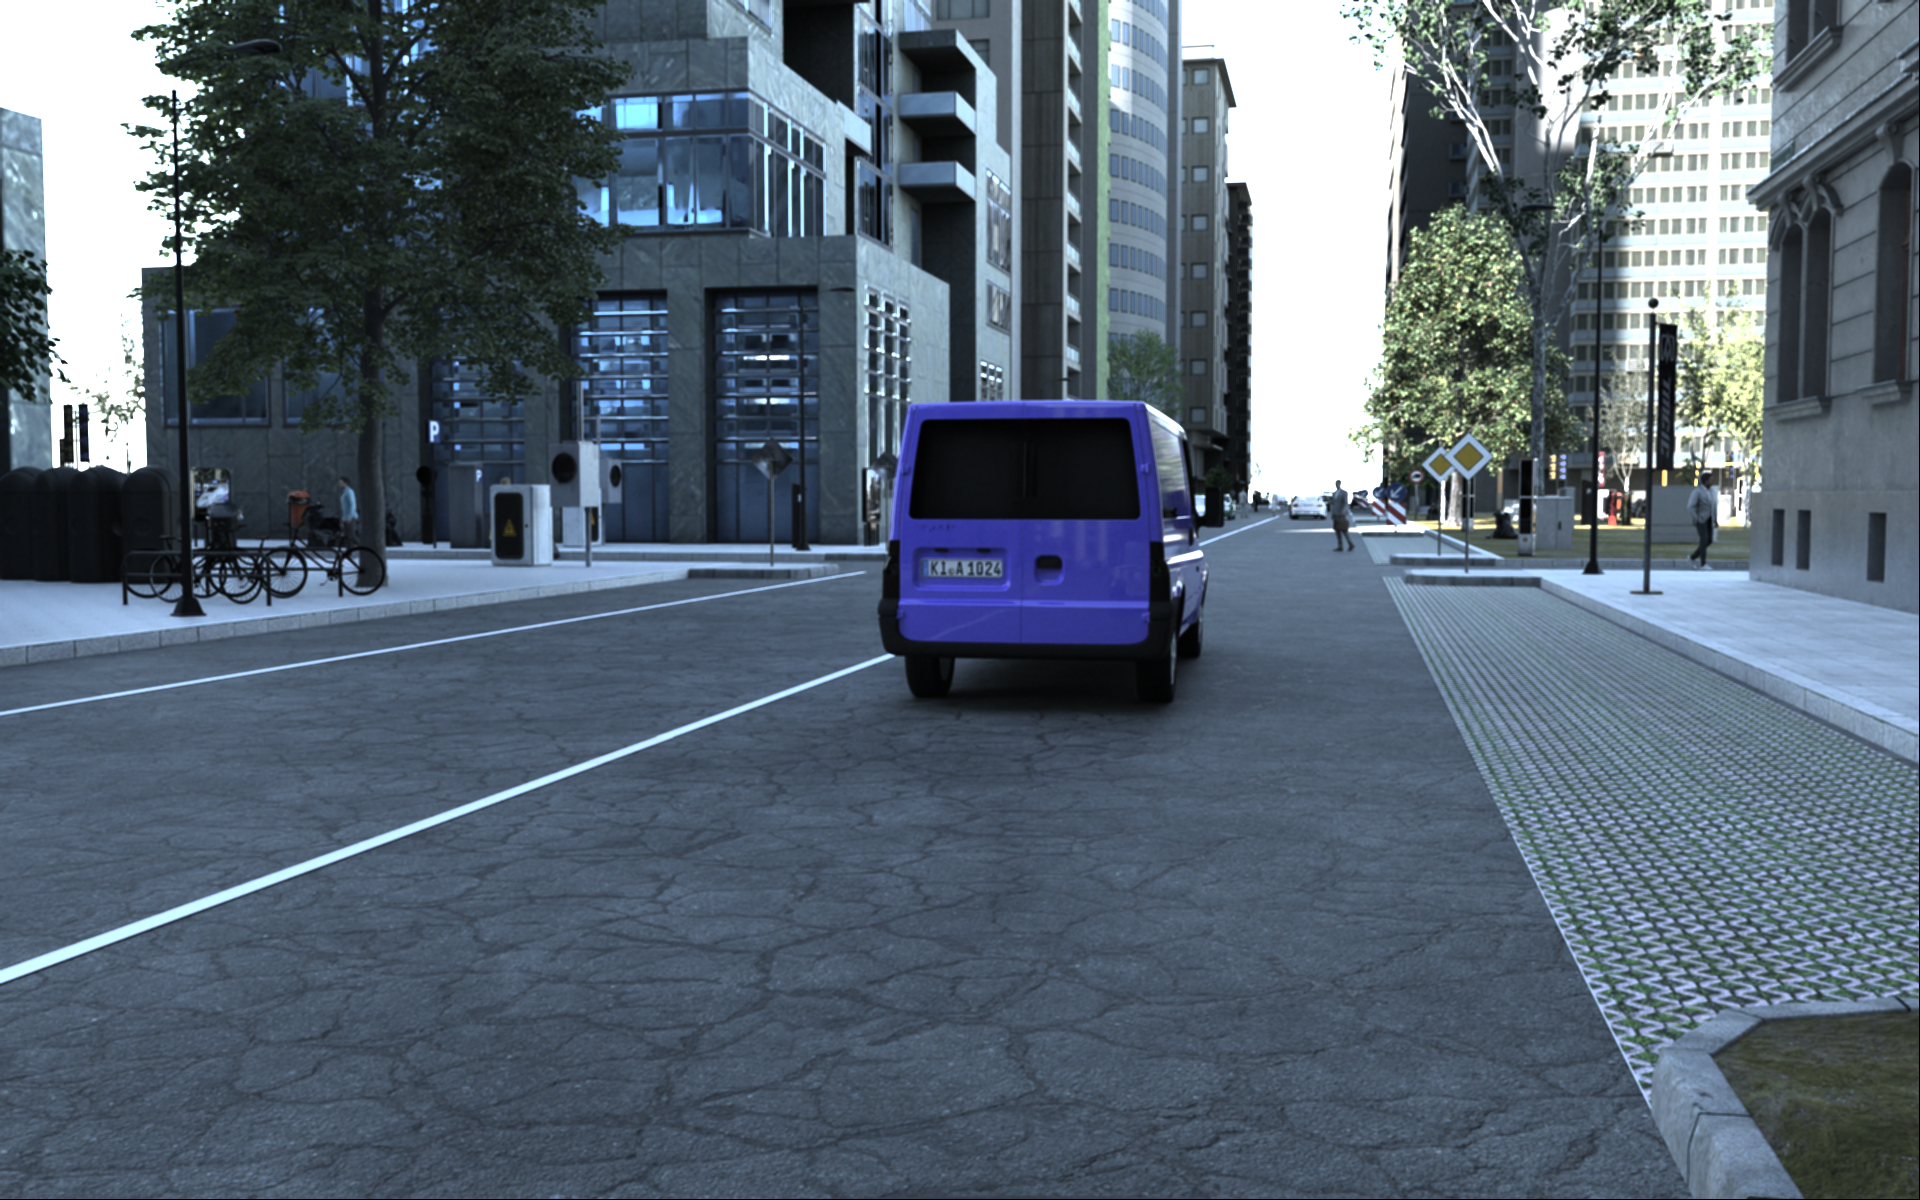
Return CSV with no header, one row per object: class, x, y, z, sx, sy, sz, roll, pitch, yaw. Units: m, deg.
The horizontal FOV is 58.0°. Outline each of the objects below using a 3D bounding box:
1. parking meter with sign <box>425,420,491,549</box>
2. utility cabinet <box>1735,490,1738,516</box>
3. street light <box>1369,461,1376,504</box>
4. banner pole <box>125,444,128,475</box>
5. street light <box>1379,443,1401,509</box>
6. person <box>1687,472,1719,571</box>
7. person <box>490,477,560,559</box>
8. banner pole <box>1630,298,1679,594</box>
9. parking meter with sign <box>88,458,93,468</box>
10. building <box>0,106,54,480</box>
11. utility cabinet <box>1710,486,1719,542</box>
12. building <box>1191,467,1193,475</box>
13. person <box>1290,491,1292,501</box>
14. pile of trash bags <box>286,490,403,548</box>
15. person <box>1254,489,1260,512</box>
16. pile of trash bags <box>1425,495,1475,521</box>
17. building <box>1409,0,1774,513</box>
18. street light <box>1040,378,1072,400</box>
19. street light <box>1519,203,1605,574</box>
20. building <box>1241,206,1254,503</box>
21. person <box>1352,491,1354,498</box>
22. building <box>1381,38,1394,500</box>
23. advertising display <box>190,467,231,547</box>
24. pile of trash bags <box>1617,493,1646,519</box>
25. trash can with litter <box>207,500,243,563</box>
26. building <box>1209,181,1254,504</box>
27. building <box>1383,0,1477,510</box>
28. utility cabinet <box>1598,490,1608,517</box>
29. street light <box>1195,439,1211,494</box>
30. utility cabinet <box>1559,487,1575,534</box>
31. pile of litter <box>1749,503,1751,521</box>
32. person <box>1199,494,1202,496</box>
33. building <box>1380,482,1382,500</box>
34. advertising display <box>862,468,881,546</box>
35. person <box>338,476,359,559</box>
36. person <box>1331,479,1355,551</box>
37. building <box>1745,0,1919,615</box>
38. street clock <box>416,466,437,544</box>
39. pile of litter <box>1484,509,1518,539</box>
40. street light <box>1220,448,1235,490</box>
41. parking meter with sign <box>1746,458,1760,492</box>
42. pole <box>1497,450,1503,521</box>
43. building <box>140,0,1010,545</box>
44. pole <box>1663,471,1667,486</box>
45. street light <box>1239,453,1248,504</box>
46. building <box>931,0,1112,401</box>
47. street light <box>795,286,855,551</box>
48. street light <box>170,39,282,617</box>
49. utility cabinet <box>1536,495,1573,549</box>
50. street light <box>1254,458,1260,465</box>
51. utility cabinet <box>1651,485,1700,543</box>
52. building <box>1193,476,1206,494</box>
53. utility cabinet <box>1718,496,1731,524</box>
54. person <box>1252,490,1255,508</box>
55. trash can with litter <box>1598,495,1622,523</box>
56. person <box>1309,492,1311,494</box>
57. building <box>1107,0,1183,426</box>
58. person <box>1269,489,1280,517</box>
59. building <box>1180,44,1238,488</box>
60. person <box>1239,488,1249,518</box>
parking meter with sign,-11.604,-2.717,40.682,1.738,3.016,0.543,1,4,12
utility cabinet,44.387,-5.454,97.857,1.173,1.500,0.318,-1,4,-17
street light,36.922,-10.970,151.899,1.470,5.913,1.316,1,4,12
banner pole,-41.487,-5.892,86.352,0.401,3.779,0.863,-3,4,-37
street light,30.363,-9.117,121.600,1.470,5.913,1.316,1,4,12
person,13.927,-1.482,32.577,0.661,1.843,0.795,-2,4,-23
person,-9.658,-1.802,38.176,1.509,1.804,0.699,1,4,18
banner pole,9.029,-1.979,22.370,0.863,3.779,0.401,-3,5,-40
parking meter with sign,-41.610,-5.410,84.720,1.738,3.016,0.543,-1,4,-14
building,-33.222,-43.255,19.892,31.000,86.520,22.319,1,4,12
utility cabinet,19.343,-2.247,45.409,1.173,1.500,0.318,-2,4,-28
building,9.841,-43.584,150.848,20.563,71.187,20.611,1,4,12
person,45.706,-14.109,239.275,0.705,1.812,1.348,1,4,16
pile of trash bags,-15.323,-2.000,42.458,3.447,1.369,1.912,2,4,32
person,24.156,-8.105,141.028,0.705,1.823,1.348,0,4,-8
pile of trash bags,24.219,-4.574,84.545,1.912,1.369,3.447,3,5,41
building,48.934,-26.334,122.448,32.217,40.220,23.993,1,4,12
street light,3.778,-5.927,69.449,1.470,5.913,1.316,1,4,12
street light,9.639,-3.377,27.748,1.470,5.913,1.316,1,4,12
building,36.403,-37.221,258.677,14.600,45.320,14.200,1,4,12
person,50.388,-13.039,221.779,0.705,1.812,1.348,2,4,24
building,65.631,-41.694,223.694,21.231,58.520,28.212,1,4,12
advertising display,-18.261,-2.265,42.239,0.123,1.923,0.974,2,4,35
pile of trash bags,35.445,-4.968,90.977,3.447,1.369,1.912,-2,4,-31
trash can with litter,-13.779,-1.291,32.497,0.624,1.170,1.055,-1,4,-22
building,28.662,-35.704,238.384,22.147,44.769,28.867,1,4,12
building,52.796,-33.331,168.658,21.300,48.544,21.600,1,4,12
utility cabinet,35.016,-5.219,94.002,1.173,1.500,0.318,-1,4,-20
street light,20.271,-10.550,145.031,1.470,5.913,1.316,1,4,12
utility cabinet,19.427,-2.865,55.519,0.318,1.500,1.173,1,4,9
pile of litter,37.441,-4.124,81.393,1.719,0.858,1.176,-2,4,-24
person,16.233,-6.468,117.467,0.599,1.433,0.991,2,4,33
building,77.077,-34.039,248.420,32.217,40.220,23.993,1,4,12
advertising display,-2.189,-2.300,42.821,0.123,1.923,0.974,1,4,18
person,-13.315,-1.800,37.943,0.620,1.820,0.660,-2,4,-35
person,9.560,-2.140,43.602,0.853,1.813,0.709,-2,4,-35
building,15.534,-13.796,12.961,14.401,28.519,23.554,1,4,12
street clock,-13.604,-2.426,44.230,0.471,2.002,0.358,1,4,17
pile of litter,15.816,-2.197,49.883,1.176,0.858,1.719,0,4,-4
street light,26.923,-12.402,175.310,1.470,5.913,1.316,1,4,12
parking meter with sign,39.207,-5.415,84.800,1.738,3.016,0.543,-2,4,-26
pole,22.637,-4.818,72.616,0.158,3.312,0.155,0,3,0
building,-10.152,-45.602,58.265,22.319,86.520,31.000,1,4,12
pole,39.437,-6.306,96.951,0.158,3.312,0.155,0,3,0
street light,31.259,-13.580,194.571,1.470,5.913,1.316,1,4,12
building,-0.150,-24.775,88.669,14.154,41.232,14.086,1,4,12
street light,-3.025,-4.061,38.941,1.470,5.913,1.316,1,4,12
street light,-7.617,-2.779,17.978,1.470,5.913,1.316,1,4,12
utility cabinet,13.689,-1.778,40.229,1.020,1.237,0.306,-1,4,-9
street light,37.832,-15.440,224.987,1.470,5.913,1.316,1,4,12
utility cabinet,18.475,-2.209,44.794,1.173,1.500,0.318,1,4,18
building,8.386,-29.542,174.900,32.217,40.220,23.993,1,4,12
utility cabinet,32.512,-3.864,74.342,1.020,1.237,0.306,2,4,31
person,30.396,-10.452,179.472,0.705,1.814,1.350,0,4,0
trash can with litter,29.424,-4.119,78.404,1.678,1.210,2.233,0,4,-5
person,42.594,-12.294,210.223,0.721,1.743,1.217,-1,4,-22
building,4.551,-35.807,127.448,21.231,58.520,28.212,1,4,12
person,19.618,-6.074,108.165,0.694,1.780,0.624,3,5,40
building,18.392,-38.015,210.778,28.713,52.752,27.495,1,4,12
person,17.178,-5.893,104.953,0.635,1.810,0.391,2,4,34
